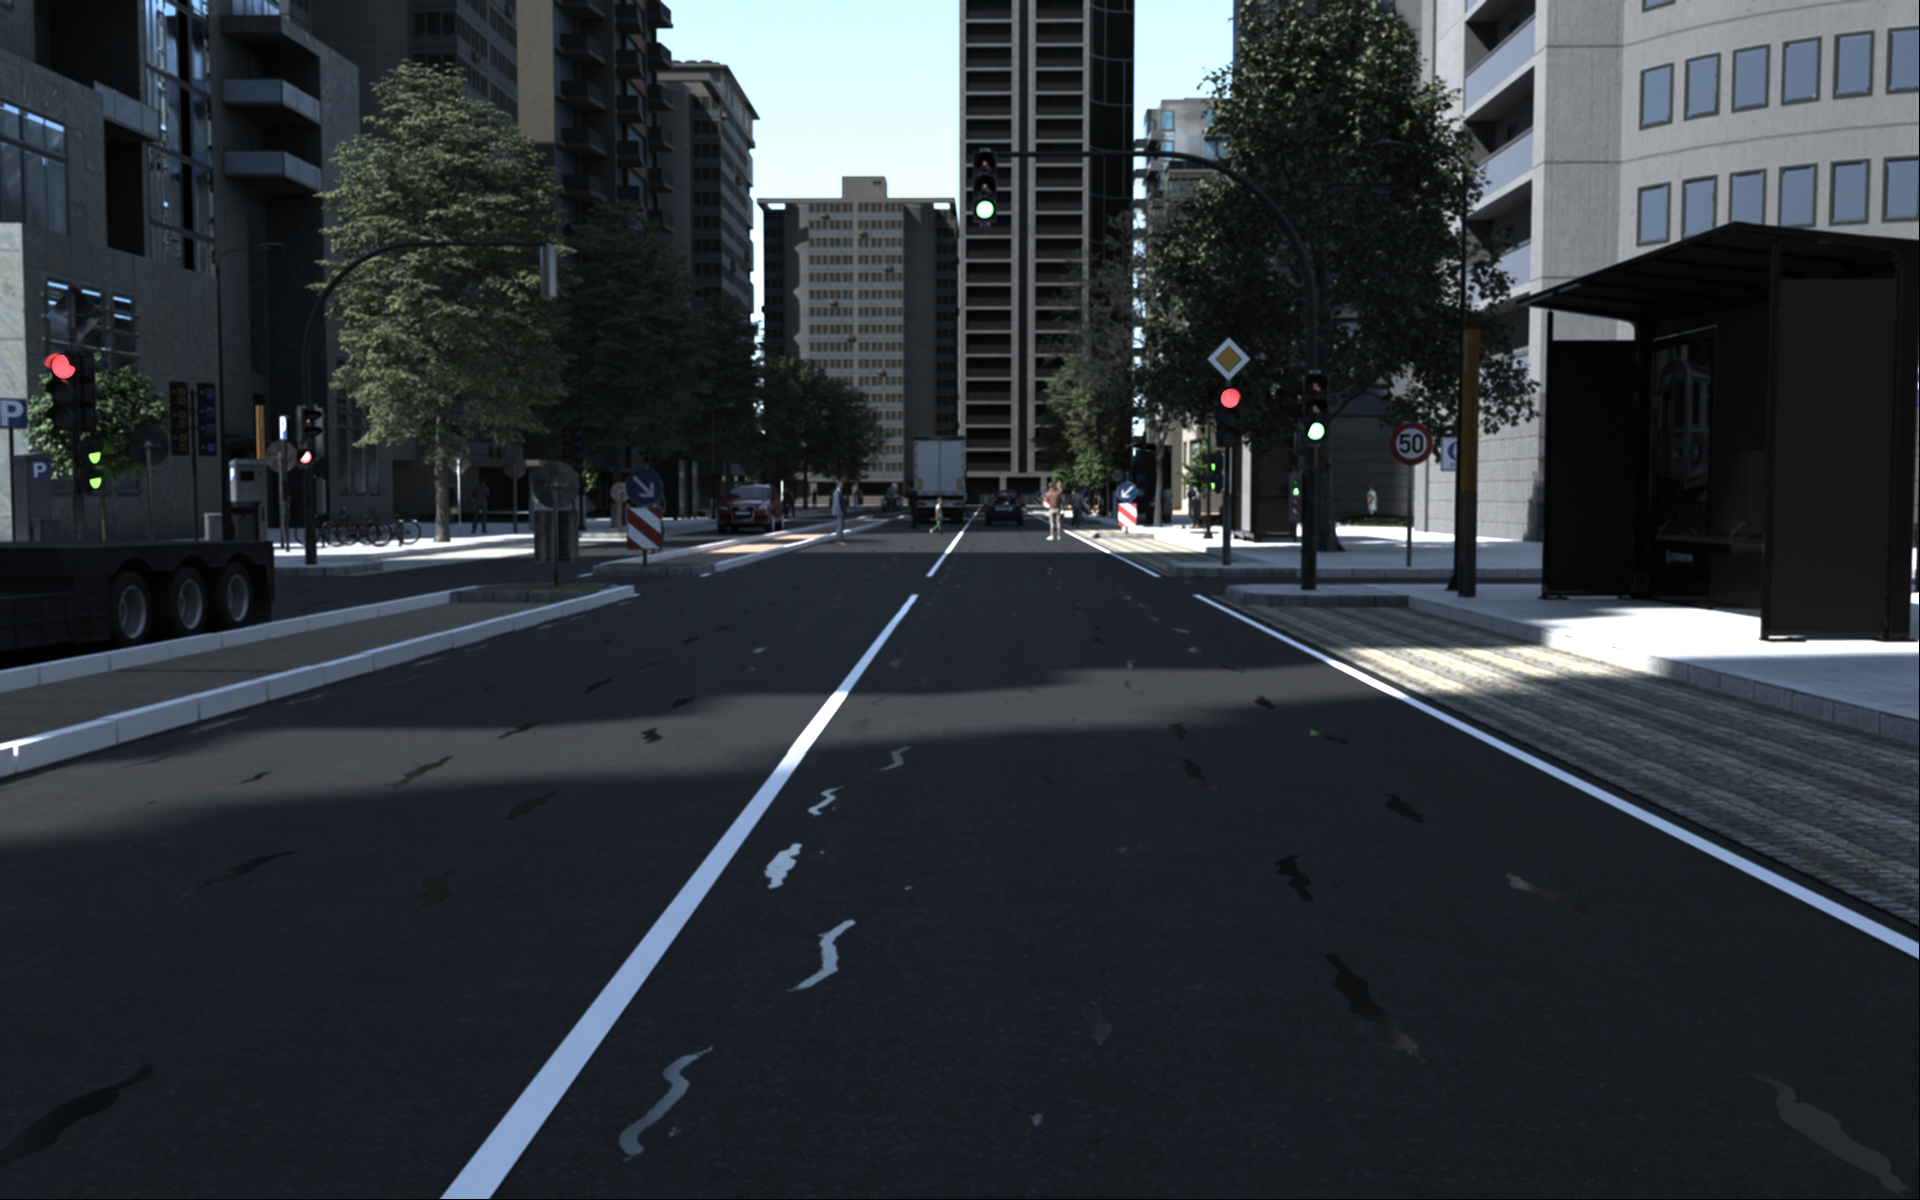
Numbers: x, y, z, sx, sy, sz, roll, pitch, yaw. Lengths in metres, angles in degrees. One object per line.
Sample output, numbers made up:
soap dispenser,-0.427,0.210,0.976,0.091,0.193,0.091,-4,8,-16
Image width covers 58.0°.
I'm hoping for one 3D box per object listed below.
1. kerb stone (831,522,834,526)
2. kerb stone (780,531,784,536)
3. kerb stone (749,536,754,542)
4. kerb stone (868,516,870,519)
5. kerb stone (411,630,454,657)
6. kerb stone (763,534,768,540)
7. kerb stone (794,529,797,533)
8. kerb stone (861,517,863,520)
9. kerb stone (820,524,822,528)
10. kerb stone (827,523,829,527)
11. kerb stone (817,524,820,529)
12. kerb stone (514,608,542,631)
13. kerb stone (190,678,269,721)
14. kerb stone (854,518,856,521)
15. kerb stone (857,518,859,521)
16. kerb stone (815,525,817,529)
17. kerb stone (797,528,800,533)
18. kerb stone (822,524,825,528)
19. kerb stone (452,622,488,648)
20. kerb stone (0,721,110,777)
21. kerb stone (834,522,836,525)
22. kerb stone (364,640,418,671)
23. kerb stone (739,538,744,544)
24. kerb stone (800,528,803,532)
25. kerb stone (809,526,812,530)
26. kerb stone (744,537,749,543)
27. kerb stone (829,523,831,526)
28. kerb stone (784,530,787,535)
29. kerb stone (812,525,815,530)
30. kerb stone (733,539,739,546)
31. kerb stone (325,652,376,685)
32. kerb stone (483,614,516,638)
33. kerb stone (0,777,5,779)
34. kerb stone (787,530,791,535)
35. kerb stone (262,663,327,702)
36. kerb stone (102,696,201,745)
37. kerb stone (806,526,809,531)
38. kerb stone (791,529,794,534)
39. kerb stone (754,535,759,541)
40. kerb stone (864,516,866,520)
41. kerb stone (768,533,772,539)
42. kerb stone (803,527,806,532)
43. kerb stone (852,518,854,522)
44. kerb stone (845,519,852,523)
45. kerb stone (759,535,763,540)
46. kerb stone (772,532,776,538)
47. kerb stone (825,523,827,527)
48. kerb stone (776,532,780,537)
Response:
kerb stone,-5.796,-3.312,76.498,0.120,0.150,1.000,0,4,1
kerb stone,-6.120,-2.193,58.056,0.120,0.150,1.000,0,4,1
kerb stone,-6.247,-1.755,50.883,0.120,0.150,1.000,0,4,1
kerb stone,-5.397,-4.701,99.053,0.120,0.150,1.000,0,4,1
kerb stone,-4.775,0.407,15.534,0.120,0.150,1.000,0,4,1
kerb stone,-6.199,-1.941,53.964,0.120,0.150,1.000,0,4,1
kerb stone,-6.053,-2.441,62.158,0.120,0.150,1.000,0,4,1
kerb stone,-5.490,-4.385,93.922,0.120,0.150,1.000,0,4,1
kerb stone,-5.891,-3.007,71.365,0.120,0.150,1.000,0,4,1
kerb stone,-5.834,-3.196,74.450,0.120,0.150,1.000,0,4,1
kerb stone,-5.907,-2.945,70.342,0.120,0.150,1.000,0,4,1
kerb stone,-4.709,0.219,18.620,0.120,0.150,1.000,0,4,1
kerb stone,-4.838,0.660,11.412,0.120,0.150,1.000,0,4,1
kerb stone,-5.585,-4.068,88.794,0.120,0.150,1.000,0,4,1
kerb stone,-5.548,-4.199,90.853,0.120,0.150,1.000,0,4,1
kerb stone,-5.922,-2.882,69.320,0.120,0.150,1.000,0,4,1
kerb stone,-6.035,-2.507,63.180,0.120,0.150,1.000,0,4,1
kerb stone,-5.876,-3.070,72.398,0.120,0.150,1.000,0,4,1
kerb stone,-4.746,0.344,16.569,0.120,0.150,1.000,0,4,1
kerb stone,-4.874,0.790,9.367,0.120,0.150,1.000,0,4,1
kerb stone,-5.787,-3.384,77.520,0.120,0.150,1.000,0,4,1
kerb stone,-4.785,0.471,14.498,0.120,0.150,1.000,0,4,1
kerb stone,-6.287,-1.627,48.829,0.120,0.150,1.000,0,4,1
kerb stone,-6.014,-2.565,64.209,0.120,0.150,1.000,0,4,1
kerb stone,-5.957,-2.750,67.277,0.120,0.150,1.000,0,4,1
kerb stone,-6.268,-1.692,49.859,0.120,0.150,1.000,0,4,1
kerb stone,-5.816,-3.258,75.473,0.120,0.150,1.000,0,4,1
kerb stone,-6.103,-2.255,59.079,0.120,0.150,1.000,0,4,1
kerb stone,-5.943,-2.818,68.298,0.120,0.150,1.000,0,4,1
kerb stone,-6.304,-1.566,47.807,0.120,0.150,1.000,0,4,1
kerb stone,-4.804,0.543,13.477,0.120,0.150,1.000,0,4,1
kerb stone,-4.739,0.281,17.595,0.120,0.150,1.000,0,4,1
kerb stone,-4.894,0.850,8.336,0.120,0.150,1.000,0,4,1
kerb stone,-6.081,-2.318,60.110,0.120,0.150,1.000,0,4,1
kerb stone,-4.817,0.597,12.442,0.120,0.150,1.000,0,4,1
kerb stone,-4.859,0.722,10.391,0.120,0.150,1.000,0,4,1
kerb stone,-5.983,-2.691,66.253,0.120,0.150,1.000,0,4,1
kerb stone,-6.071,-2.380,61.133,0.120,0.150,1.000,0,4,1
kerb stone,-6.231,-1.815,51.906,0.120,0.150,1.000,0,4,1
kerb stone,-5.456,-4.512,95.971,0.120,0.150,1.000,0,4,1
kerb stone,-6.176,-2.002,54.989,0.120,0.150,1.000,0,4,1
kerb stone,-5.994,-2.631,65.231,0.120,0.150,1.000,0,4,1
kerb stone,-5.607,-4.008,87.772,0.120,0.150,1.000,0,4,1
kerb stone,-5.618,-3.942,86.750,0.120,0.150,1.000,0,4,1
kerb stone,-6.214,-1.880,52.940,0.120,0.150,1.000,0,4,1
kerb stone,-6.164,-2.063,56.012,0.120,0.150,1.000,0,4,1
kerb stone,-5.858,-3.133,73.420,0.120,0.150,1.000,0,4,1
kerb stone,-6.134,-2.131,57.034,0.120,0.150,1.000,0,4,1
